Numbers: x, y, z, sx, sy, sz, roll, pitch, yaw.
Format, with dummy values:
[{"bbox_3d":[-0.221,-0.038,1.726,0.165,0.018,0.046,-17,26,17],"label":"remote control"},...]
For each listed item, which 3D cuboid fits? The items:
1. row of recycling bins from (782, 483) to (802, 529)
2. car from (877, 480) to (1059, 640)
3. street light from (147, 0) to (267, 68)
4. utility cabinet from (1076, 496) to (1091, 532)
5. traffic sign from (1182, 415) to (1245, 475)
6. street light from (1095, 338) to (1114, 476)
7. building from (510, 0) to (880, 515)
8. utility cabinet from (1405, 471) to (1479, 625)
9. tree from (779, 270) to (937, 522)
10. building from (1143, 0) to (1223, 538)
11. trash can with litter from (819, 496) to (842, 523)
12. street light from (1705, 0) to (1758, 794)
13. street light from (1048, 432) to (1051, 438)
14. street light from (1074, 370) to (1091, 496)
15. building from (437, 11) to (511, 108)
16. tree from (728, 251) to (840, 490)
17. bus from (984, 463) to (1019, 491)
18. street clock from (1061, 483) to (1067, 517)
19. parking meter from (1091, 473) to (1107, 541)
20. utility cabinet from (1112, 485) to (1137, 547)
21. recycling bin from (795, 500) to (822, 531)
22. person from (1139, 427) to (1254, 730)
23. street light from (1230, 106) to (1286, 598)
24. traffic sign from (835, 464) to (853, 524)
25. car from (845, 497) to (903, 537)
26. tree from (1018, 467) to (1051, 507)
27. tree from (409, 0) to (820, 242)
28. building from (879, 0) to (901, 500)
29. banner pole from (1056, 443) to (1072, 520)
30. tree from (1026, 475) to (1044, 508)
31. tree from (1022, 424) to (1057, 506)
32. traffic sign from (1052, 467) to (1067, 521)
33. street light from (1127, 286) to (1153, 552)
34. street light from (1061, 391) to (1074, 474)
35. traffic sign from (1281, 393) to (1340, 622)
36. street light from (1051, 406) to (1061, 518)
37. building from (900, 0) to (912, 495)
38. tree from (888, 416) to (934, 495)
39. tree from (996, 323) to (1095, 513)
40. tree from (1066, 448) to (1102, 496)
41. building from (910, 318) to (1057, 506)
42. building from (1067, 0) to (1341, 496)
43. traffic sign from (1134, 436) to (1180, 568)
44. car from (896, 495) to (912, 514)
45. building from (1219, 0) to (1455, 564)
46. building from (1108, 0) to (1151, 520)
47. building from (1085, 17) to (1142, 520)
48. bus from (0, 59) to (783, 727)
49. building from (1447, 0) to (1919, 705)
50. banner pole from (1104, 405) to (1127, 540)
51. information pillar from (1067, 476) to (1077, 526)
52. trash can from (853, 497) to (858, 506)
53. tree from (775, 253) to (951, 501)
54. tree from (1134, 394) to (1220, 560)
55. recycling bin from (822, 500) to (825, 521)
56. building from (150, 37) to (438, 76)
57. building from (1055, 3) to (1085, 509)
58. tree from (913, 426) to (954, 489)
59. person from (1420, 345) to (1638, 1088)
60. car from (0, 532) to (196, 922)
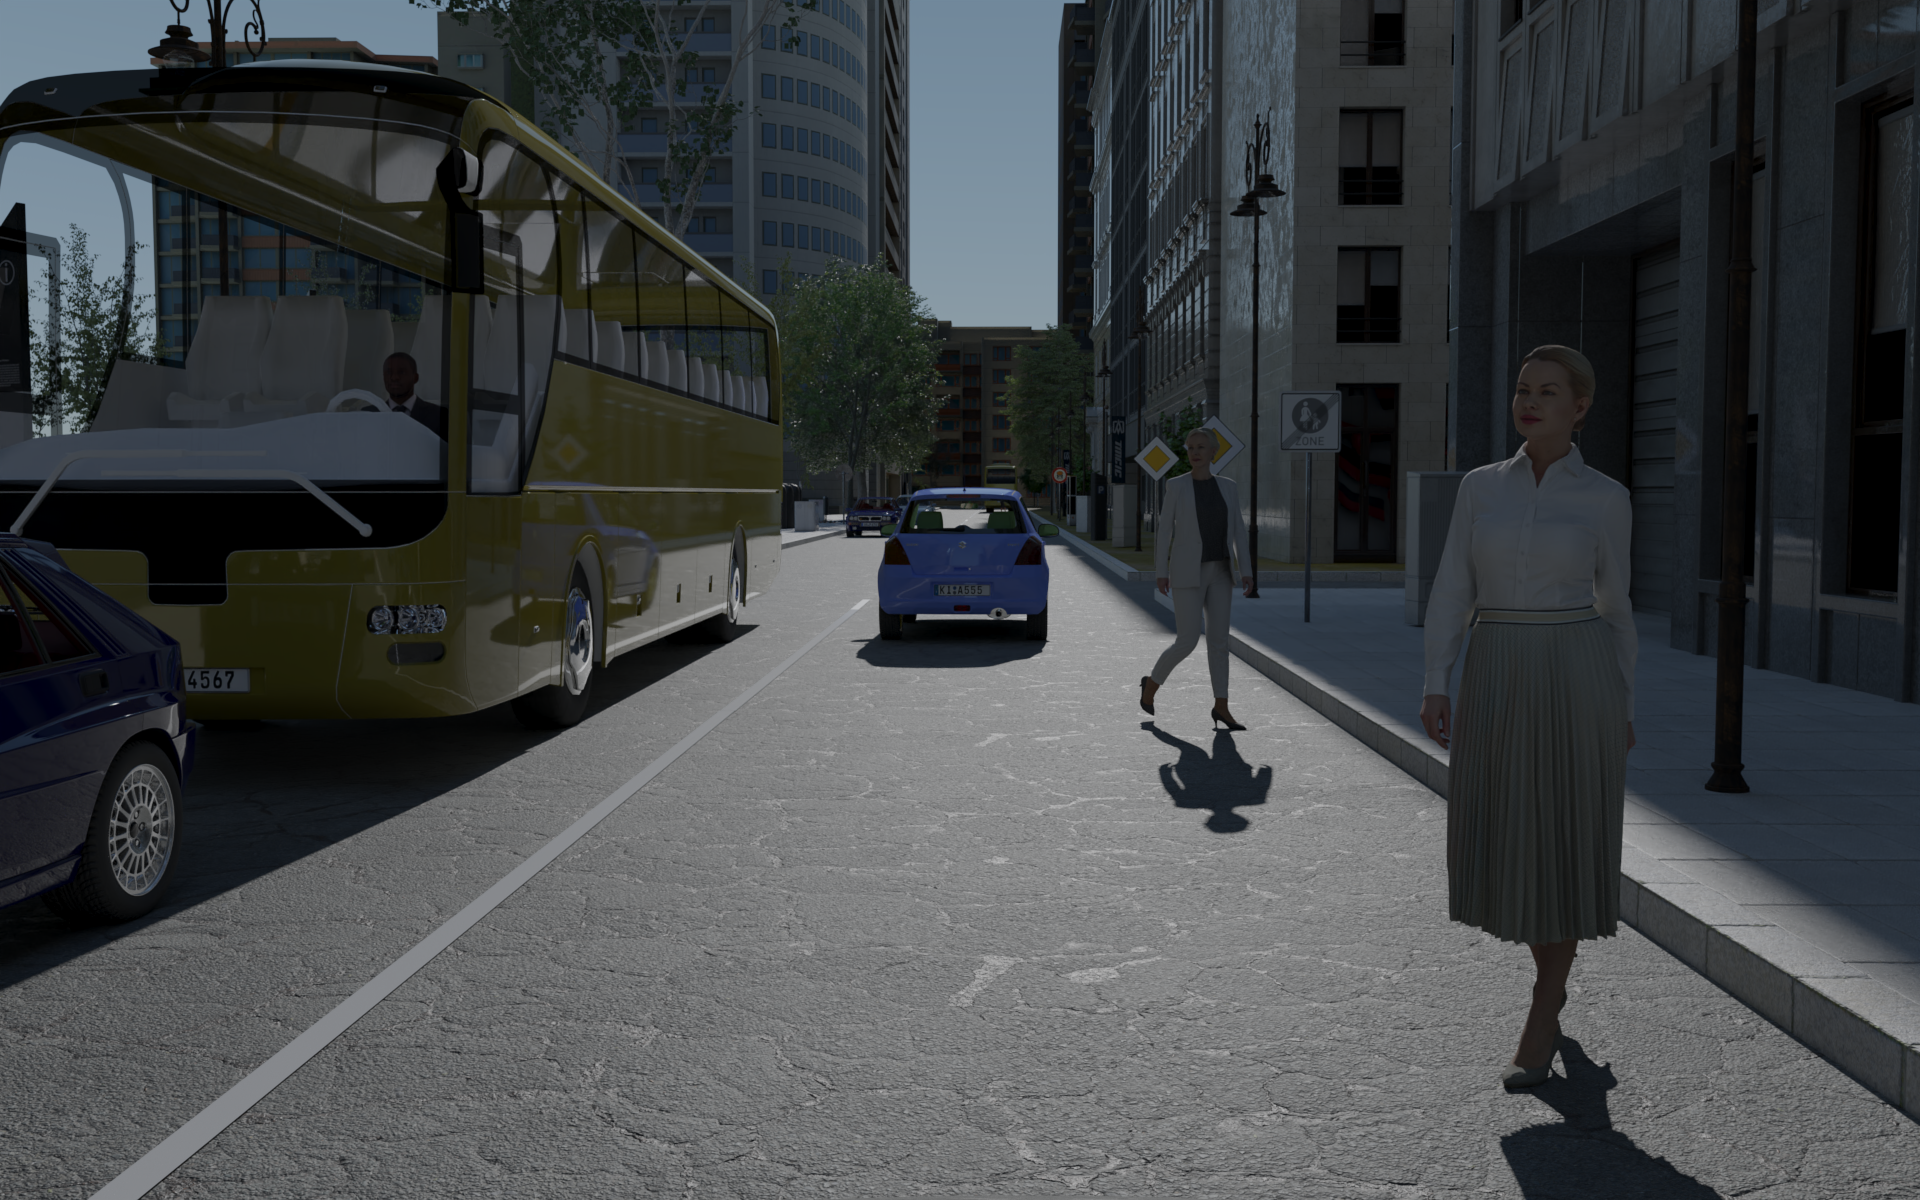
[{"bbox_3d":[-6.611,-3.547,65.103,1.069,1.692,3.534,0,4,7],"label":"row of recycling bins"},{"bbox_3d":[0.087,-0.535,18.331,1.945,1.707,3.694,0,4,2],"label":"car"},{"bbox_3d":[-6.262,-2.567,14.755,0.468,5.910,1.993,0,4,1],"label":"street light"},{"bbox_3d":[4.234,-2.883,58.303,0.306,1.237,1.020,-1,4,-17],"label":"utility cabinet"},{"bbox_3d":[3.210,-1.121,21.969,0.795,2.450,0.064,0,4,1],"label":"traffic sign"},{"bbox_3d":[4.281,-4.817,51.552,0.468,5.910,1.993,0,4,1],"label":"street light"},{"bbox_3d":[-16.983,-35.270,118.668,21.231,58.520,28.212,0,4,1],"label":"building"},{"bbox_3d":[4.951,-0.500,16.849,1.173,1.500,0.318,-1,4,-11],"label":"utility cabinet"},{"bbox_3d":[-4.877,-9.395,79.356,9.928,11.665,9.643,0,3,0],"label":"tree"},{"bbox_3d":[10.930,-12.352,51.107,9.793,20.994,18.267,0,4,1],"label":"building"},{"bbox_3d":[-6.057,-4.021,76.803,1.678,1.210,2.233,0,4,-4],"label":"trash can with litter"},{"bbox_3d":[3.325,-2.112,7.327,0.468,5.910,1.993,0,4,1],"label":"street light"},{"bbox_3d":[5.540,-8.048,104.375,0.468,5.910,1.993,0,4,1],"label":"street light"},{"bbox_3d":[4.645,-5.617,64.625,0.468,5.910,1.993,0,4,1],"label":"street light"},{"bbox_3d":[-36.718,-33.320,168.486,21.600,48.544,21.300,0,4,1],"label":"building"},{"bbox_3d":[-5.802,-6.209,51.881,4.737,8.622,4.395,0,3,0],"label":"tree"},{"bbox_3d":[3.294,-8.952,137.913,2.896,3.916,12.252,0,4,2],"label":"bus"},{"bbox_3d":[5.934,-5.739,98.403,0.358,2.002,0.471,-1,4,-14],"label":"street clock"},{"bbox_3d":[3.824,-2.569,47.713,0.399,1.863,0.255,-2,4,-28],"label":"parking meter"},{"bbox_3d":[4.006,-2.026,41.805,0.318,1.500,1.173,2,4,25],"label":"utility cabinet"},{"bbox_3d":[-5.284,-2.885,59.732,0.722,1.027,0.722,0,4,6],"label":"recycling bin"},{"bbox_3d":[1.458,-0.145,10.754,0.514,1.842,0.818,-3,4,-37],"label":"person"},{"bbox_3d":[3.618,-2.962,21.221,0.468,5.910,1.993,0,4,1],"label":"street light"},{"bbox_3d":[-4.908,-4.465,73.109,0.768,2.556,0.104,0,4,4],"label":"traffic sign"},{"bbox_3d":[-2.882,-2.842,59.044,1.945,1.354,3.894,0,4,3],"label":"car"},{"bbox_3d":[7.510,-11.738,175.635,4.285,4.588,4.351,0,3,0],"label":"tree"},{"bbox_3d":[-8.025,-11.214,39.245,12.611,20.169,13.585,0,3,0],"label":"tree"},{"bbox_3d":[-16.207,-31.812,143.821,21.300,48.544,21.600,0,4,1],"label":"building"},{"bbox_3d":[5.178,-5.859,85.809,0.863,3.779,0.401,-1,4,-23],"label":"banner pole"},{"bbox_3d":[7.239,-10.178,161.012,1.663,3.219,1.824,0,3,0],"label":"tree"},{"bbox_3d":[8.359,-14.217,182.810,4.737,8.622,4.395,0,3,0],"label":"tree"},{"bbox_3d":[4.710,-4.994,81.756,0.768,2.556,0.104,0,4,5],"label":"traffic sign"},{"bbox_3d":[3.993,-4.023,38.570,0.468,5.910,1.993,0,4,1],"label":"street light"},{"bbox_3d":[4.941,-6.411,77.606,0.468,5.910,1.993,0,4,1],"label":"street light"},{"bbox_3d":[3.470,-0.925,17.250,0.606,2.300,0.079,0,4,3],"label":"traffic sign"},{"bbox_3d":[5.180,-7.224,90.893,0.468,5.910,1.993,0,4,1],"label":"street light"},{"bbox_3d":[-15.590,-44.664,168.510,20.611,71.187,20.563,0,4,1],"label":"building"},{"bbox_3d":[-3.914,-11.021,130.555,4.737,8.622,4.395,0,3,0],"label":"tree"},{"bbox_3d":[6.276,-12.032,114.842,7.486,12.596,7.792,0,3,0],"label":"tree"},{"bbox_3d":[5.108,-4.806,73.187,1.663,3.219,1.824,0,3,0],"label":"tree"},{"bbox_3d":[-2.795,-22.007,204.856,28.899,21.520,27.650,0,4,1],"label":"building"},{"bbox_3d":[19.667,-29.386,135.081,22.147,44.769,28.867,0,4,1],"label":"building"},{"bbox_3d":[3.392,-1.609,29.952,0.795,2.450,0.064,0,4,1],"label":"traffic sign"},{"bbox_3d":[-1.920,-3.607,70.969,2.014,1.417,4.499,0,4,2],"label":"car"},{"bbox_3d":[14.584,-11.098,36.208,16.860,20.320,10.420,0,4,1],"label":"building"},{"bbox_3d":[14.017,-17.066,72.532,14.314,27.812,24.014,0,4,1],"label":"building"},{"bbox_3d":[14.048,-18.889,94.744,13.634,28.700,20.117,0,4,1],"label":"building"},{"bbox_3d":[-3.455,-1.367,13.899,2.896,3.916,12.252,0,4,2],"label":"bus"},{"bbox_3d":[11.449,-11.708,9.452,12.078,24.808,19.932,0,4,1],"label":"building"},{"bbox_3d":[4.327,-3.597,48.836,0.863,3.779,0.401,-2,4,-24],"label":"banner pole"},{"bbox_3d":[4.487,-3.977,69.518,0.304,2.012,0.304,-1,4,-18],"label":"information pillar"},{"bbox_3d":[-5.835,-5.234,97.230,0.748,1.137,0.748,0,3,0],"label":"trash can"},{"bbox_3d":[-5.227,-11.235,90.351,9.857,13.997,8.962,0,3,0],"label":"tree"},{"bbox_3d":[4.509,-2.393,33.725,1.663,3.219,1.824,0,3,0],"label":"tree"},{"bbox_3d":[-6.455,-4.033,78.494,0.722,1.027,0.722,0,4,1],"label":"recycling bin"},{"bbox_3d":[-61.943,-31.477,169.272,28.867,44.769,22.147,0,4,1],"label":"building"},{"bbox_3d":[15.970,-30.981,156.647,14.600,45.320,14.200,0,4,1],"label":"building"},{"bbox_3d":[-2.636,-13.915,177.869,4.360,8.622,3.978,0,3,0],"label":"tree"},{"bbox_3d":[1.475,0.265,4.399,0.478,1.798,0.641,3,4,39],"label":"person"},{"bbox_3d":[-3.641,0.490,4.569,1.945,1.354,3.894,0,4,2],"label":"car"}]
